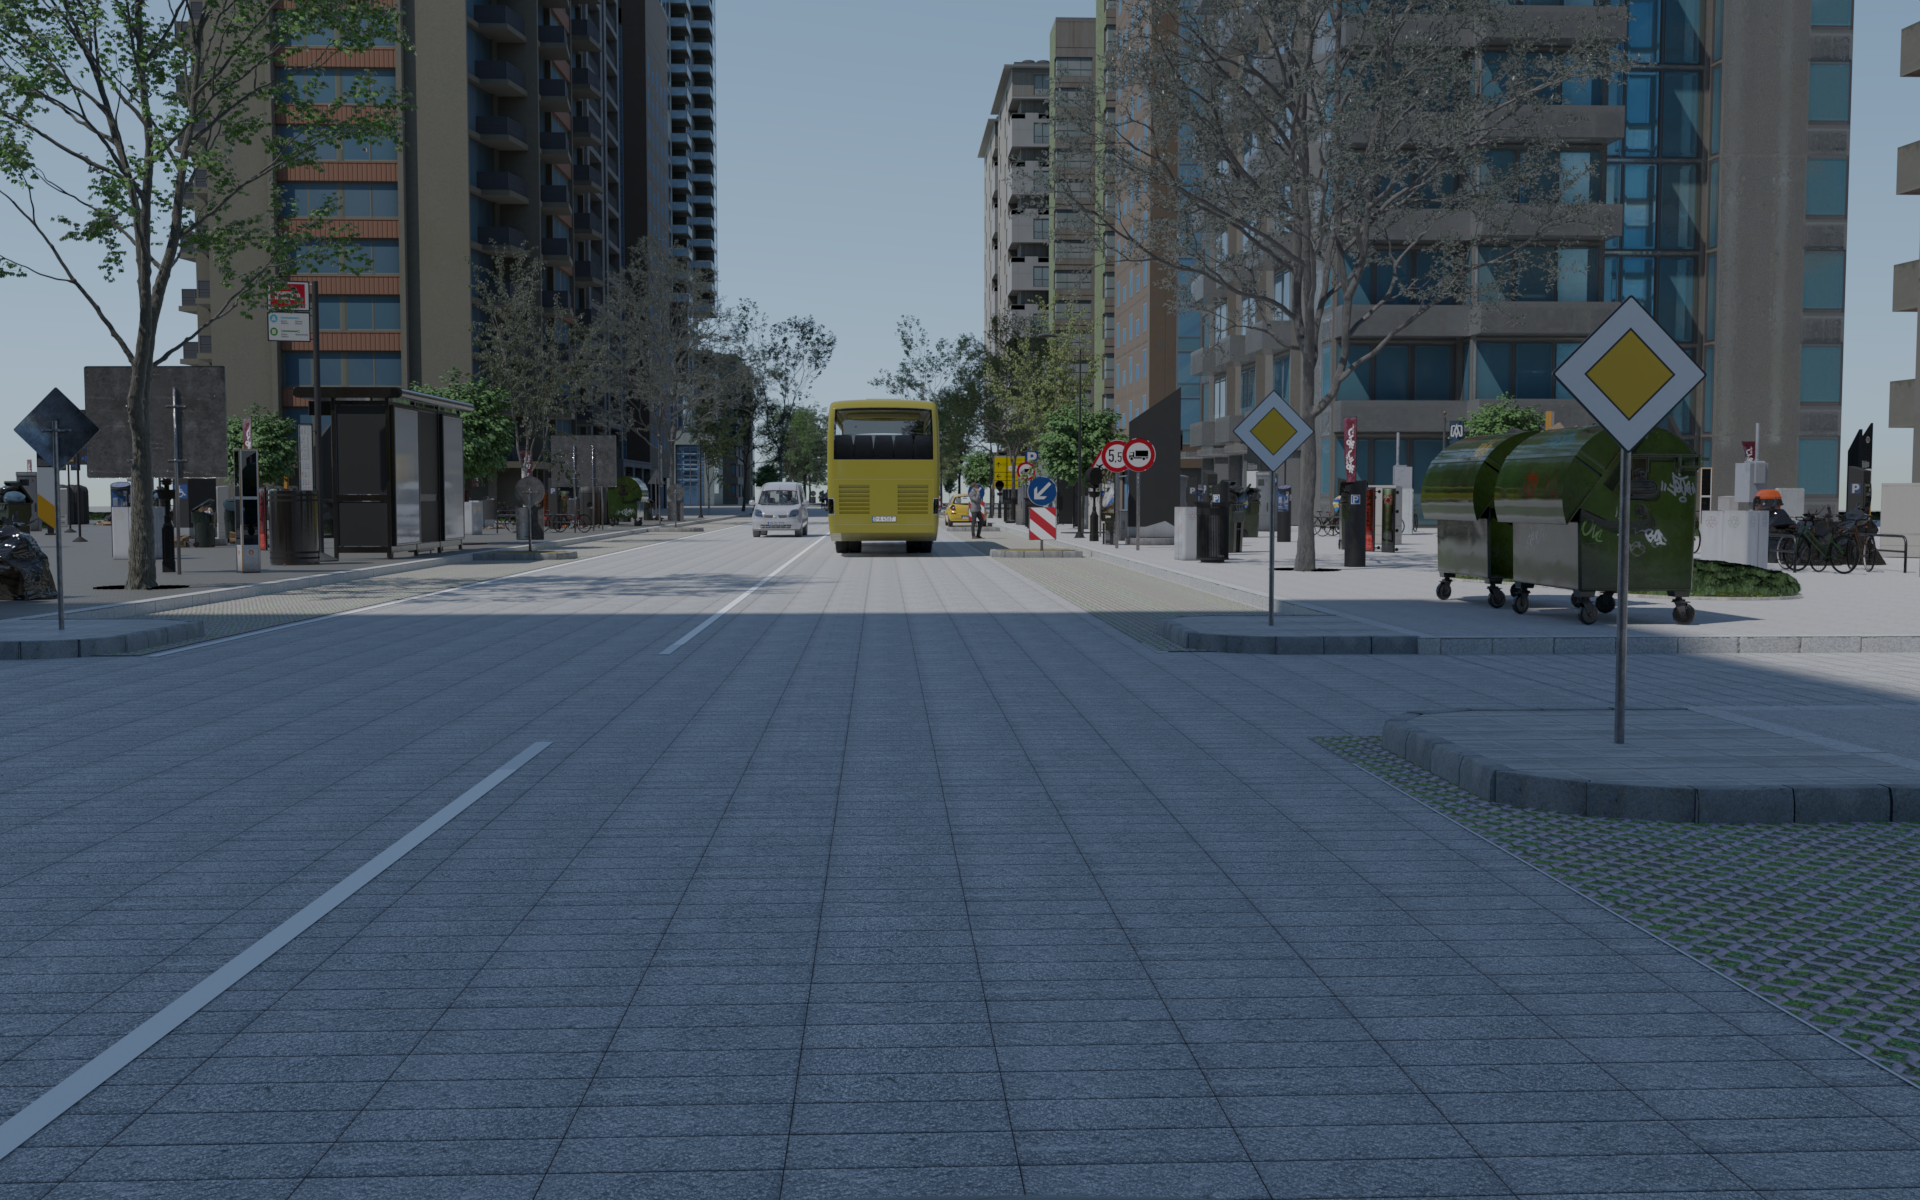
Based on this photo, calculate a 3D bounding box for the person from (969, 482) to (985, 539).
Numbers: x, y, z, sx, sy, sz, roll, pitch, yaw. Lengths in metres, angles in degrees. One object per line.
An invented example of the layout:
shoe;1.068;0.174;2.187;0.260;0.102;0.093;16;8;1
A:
person;0.537;-2.834;55.017;0.473;1.802;0.592;3;5;39

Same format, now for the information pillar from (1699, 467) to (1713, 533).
information pillar;20.663;-2.659;47.971;0.304;2.012;0.304;2;4;27

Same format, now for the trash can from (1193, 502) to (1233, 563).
trash can;4.728;-1.269;32.404;0.748;1.137;0.748;0;3;0

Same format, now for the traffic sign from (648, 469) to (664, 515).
traffic sign;-15.757;-5.490;89.771;0.884;2.594;0.081;0;4;5

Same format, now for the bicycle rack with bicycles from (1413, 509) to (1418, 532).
bicycle rack with bicycles;14.449;-2.831;59.666;2.852;0.926;2.925;0;4;7

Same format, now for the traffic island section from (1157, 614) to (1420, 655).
traffic island section;3.054;0.329;16.908;2.009;0.180;2.903;0;4;-3

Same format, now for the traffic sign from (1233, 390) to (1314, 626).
traffic sign;3.031;-0.807;16.830;0.795;2.450;0.064;0;4;-3

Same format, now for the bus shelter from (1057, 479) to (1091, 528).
bus shelter;4.640;-4.724;68.520;1.731;3.624;6.357;0;4;-3

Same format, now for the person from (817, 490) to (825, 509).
person;-13.243;-9.739;167.742;1.348;1.823;0.705;2;4;23

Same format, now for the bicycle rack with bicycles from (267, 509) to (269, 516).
bicycle rack with bicycles;-29.247;-3.880;76.816;2.852;0.926;2.925;2;4;32

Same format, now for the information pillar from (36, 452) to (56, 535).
information pillar;-28.470;-3.829;53.953;0.504;3.616;0.183;-2;4;-29

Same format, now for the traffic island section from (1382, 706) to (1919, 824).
traffic island section;3.414;0.816;8.931;2.009;0.180;2.903;0;4;-3

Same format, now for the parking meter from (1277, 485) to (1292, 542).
parking meter;8.658;-2.314;46.248;0.372;1.533;0.369;0;3;0

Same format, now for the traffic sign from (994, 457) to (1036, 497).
traffic sign;2.922;-6.029;92.448;2.265;3.308;0.079;0;3;0

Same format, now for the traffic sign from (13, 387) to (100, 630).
traffic sign;-8.502;-0.776;16.332;0.795;2.450;0.064;0;4;-3

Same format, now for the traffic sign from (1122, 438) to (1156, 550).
traffic sign;4.049;-2.400;39.349;0.768;2.556;0.104;0;4;-2

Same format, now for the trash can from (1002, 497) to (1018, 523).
trash can;2.215;-3.939;76.057;0.748;1.137;0.748;0;3;0

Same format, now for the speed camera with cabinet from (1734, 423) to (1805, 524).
speed camera with cabinet;22.797;-3.328;48.742;2.038;3.252;0.660;-1;4;-21

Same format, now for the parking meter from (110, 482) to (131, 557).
parking meter;-17.076;-1.642;35.261;0.372;1.533;0.369;0;3;0

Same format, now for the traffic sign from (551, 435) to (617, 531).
traffic sign;-12.964;-4.025;59.677;2.265;3.308;0.079;0;4;2

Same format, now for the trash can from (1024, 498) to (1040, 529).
trash can;2.719;-3.229;64.451;0.748;1.137;0.748;0;3;0

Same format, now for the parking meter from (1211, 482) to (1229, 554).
parking meter;5.457;-1.709;36.353;0.372;1.533;0.369;0;3;0

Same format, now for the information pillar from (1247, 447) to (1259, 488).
information pillar;10.524;-4.330;62.150;0.183;3.616;0.504;-3;5;-44

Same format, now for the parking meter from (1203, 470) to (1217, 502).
parking meter;6.093;-2.233;42.226;0.255;1.863;0.399;-1;4;-13

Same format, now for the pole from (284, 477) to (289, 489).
pole;-32.080;-5.422;82.486;0.158;3.312;0.155;0;3;0

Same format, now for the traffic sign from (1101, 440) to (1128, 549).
traffic sign;3.698;-2.486;40.759;0.768;2.556;0.104;0;4;6

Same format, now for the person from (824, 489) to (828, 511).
person;-10.933;-8.308;144.200;0.599;1.838;0.709;-3;5;-43

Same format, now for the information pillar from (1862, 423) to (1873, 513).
information pillar;29.897;-4.022;57.111;0.183;3.616;0.504;0;4;-2

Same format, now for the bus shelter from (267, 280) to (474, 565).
bus shelter;-12.024;-3.527;35.303;2.179;5.291;8.768;0;4;-3

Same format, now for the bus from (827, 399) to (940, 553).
bus;-1.979;-3.265;44.933;2.896;3.916;12.252;0;4;-2

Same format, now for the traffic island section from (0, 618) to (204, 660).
traffic island section;-8.525;0.360;16.393;2.009;0.180;2.903;0;4;-3

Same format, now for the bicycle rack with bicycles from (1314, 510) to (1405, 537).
bicycle rack with bicycles;11.621;-2.387;52.405;2.925;0.926;2.852;3;5;39

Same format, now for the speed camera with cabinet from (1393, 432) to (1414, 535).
speed camera with cabinet;14.082;-3.706;54.934;0.660;3.252;2.038;1;4;13

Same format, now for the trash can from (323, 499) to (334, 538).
trash can;-18.422;-2.376;50.505;0.748;1.137;0.748;0;3;0

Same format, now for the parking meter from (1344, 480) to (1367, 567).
parking meter;6.962;-1.350;30.489;0.372;1.533;0.369;0;3;0

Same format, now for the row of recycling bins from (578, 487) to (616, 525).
row of recycling bins;-15.115;-3.992;72.375;1.069;1.692;3.534;0;4;2

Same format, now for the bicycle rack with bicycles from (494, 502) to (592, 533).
bicycle rack with bicycles;-13.990;-2.673;57.087;2.925;0.926;2.852;2;4;32

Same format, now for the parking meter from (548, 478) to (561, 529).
parking meter;-14.815;-3.524;63.327;0.399;1.863;0.255;1;4;10

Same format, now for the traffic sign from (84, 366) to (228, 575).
traffic sign;-12.763;-2.058;27.515;2.265;3.308;0.079;0;4;1

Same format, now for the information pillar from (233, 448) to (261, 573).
information pillar;-11.567;-1.444;28.104;0.304;2.012;0.304;-3;5;-40

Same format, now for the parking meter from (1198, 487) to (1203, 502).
parking meter;8.530;-3.275;61.955;0.372;1.533;0.369;0;3;0

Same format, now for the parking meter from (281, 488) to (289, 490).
parking meter;-27.617;-3.825;70.955;0.372;1.533;0.369;0;3;0

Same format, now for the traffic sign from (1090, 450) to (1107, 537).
traffic sign;4.181;-3.153;51.556;0.884;2.594;0.081;0;4;0

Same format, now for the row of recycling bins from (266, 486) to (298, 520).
row of recycling bins;-33.757;-4.846;86.337;1.069;1.692;3.534;0;4;4

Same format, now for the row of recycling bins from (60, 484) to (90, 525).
row of recycling bins;-37.868;-4.052;73.356;1.069;1.692;3.534;0;4;-5

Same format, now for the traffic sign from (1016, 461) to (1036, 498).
traffic sign;2.585;-4.136;67.729;0.768;2.556;0.104;0;4;3

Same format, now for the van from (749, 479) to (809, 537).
van;-6.090;-3.168;58.800;2.013;2.044;4.112;0;4;-1

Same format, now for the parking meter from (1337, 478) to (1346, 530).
parking meter;13.650;-3.421;61.638;0.399;1.863;0.255;2;4;31

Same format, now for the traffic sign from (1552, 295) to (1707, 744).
traffic sign;3.391;-0.319;8.853;0.795;2.450;0.064;0;4;-3

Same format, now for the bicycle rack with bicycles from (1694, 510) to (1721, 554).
bicycle rack with bicycles;16.295;-1.523;38.286;2.852;0.926;2.925;1;4;19

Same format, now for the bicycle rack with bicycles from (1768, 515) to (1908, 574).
bicycle rack with bicycles;14.356;-0.946;28.843;2.852;0.926;2.925;0;4;3

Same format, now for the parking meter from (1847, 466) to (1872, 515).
parking meter;18.840;-1.870;36.287;0.255;1.863;0.399;-2;4;-30

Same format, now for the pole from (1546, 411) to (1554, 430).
pole;14.524;-2.989;42.721;0.158;3.312;0.155;0;3;0

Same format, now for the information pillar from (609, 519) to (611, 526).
information pillar;-14.247;-4.850;70.657;0.183;3.616;0.504;0;4;-8

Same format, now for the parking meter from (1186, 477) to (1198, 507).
parking meter;7.725;-3.182;57.730;0.399;1.863;0.255;0;4;5
